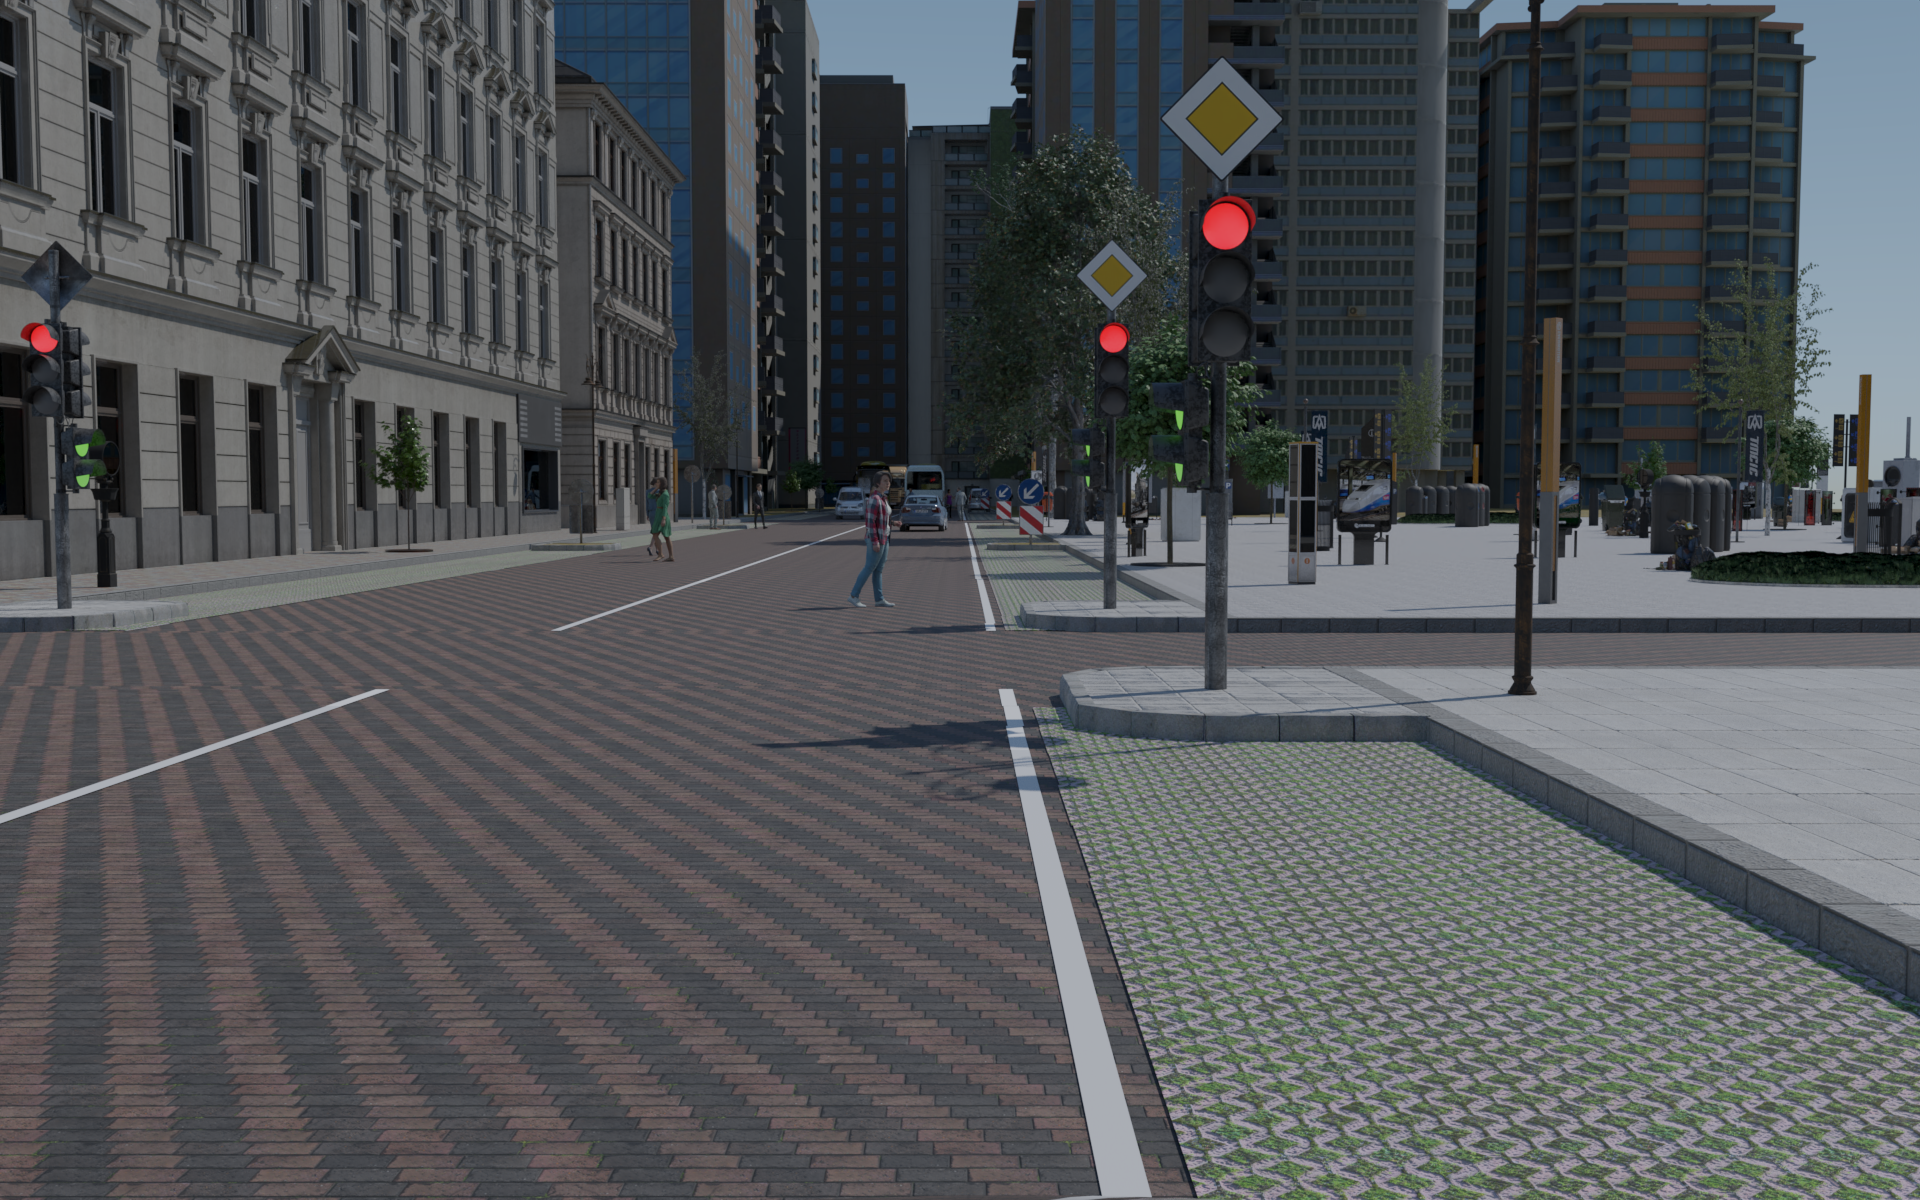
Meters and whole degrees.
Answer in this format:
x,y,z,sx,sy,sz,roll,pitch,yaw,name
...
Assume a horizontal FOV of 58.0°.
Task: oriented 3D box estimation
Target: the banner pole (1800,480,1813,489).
x,y,z,sx,sy,sz,roll,pitch,yaw,name
45.060,-6.241,92.051,0.401,3.779,0.863,-3,4,-38,banner pole

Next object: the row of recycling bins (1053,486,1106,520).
x,y,z,sx,sy,sz,roll,pitch,yaw,name
6.165,-4.887,87.016,3.534,1.692,1.069,3,5,40,row of recycling bins

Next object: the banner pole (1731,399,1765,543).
x,y,z,sx,sy,sz,roll,pitch,yaw,name
20.776,-3.405,45.685,0.401,3.779,0.863,-3,5,-43,banner pole

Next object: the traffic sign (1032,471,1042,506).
x,y,z,sx,sy,sz,roll,pitch,yaw,name
3.422,-4.514,75.934,0.606,2.300,0.079,1,4,9,traffic sign

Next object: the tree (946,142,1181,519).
x,y,z,sx,sy,sz,roll,pitch,yaw,name
5.620,-14.414,91.550,12.611,20.169,13.585,0,3,0,tree

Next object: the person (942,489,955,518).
x,y,z,sx,sy,sz,roll,pitch,yaw,name
-0.598,-5.715,102.616,1.217,1.739,0.721,-3,4,-38,person

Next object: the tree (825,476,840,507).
x,y,z,sx,sy,sz,roll,pitch,yaw,name
-12.932,-10.821,171.530,1.663,3.219,1.824,0,3,0,tree

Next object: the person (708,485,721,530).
x,y,z,sx,sy,sz,roll,pitch,yaw,name
-9.871,-3.713,69.307,0.391,1.810,0.635,-3,4,-36,person

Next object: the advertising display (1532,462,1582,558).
x,y,z,sx,sy,sz,roll,pitch,yaw,name
12.049,-1.821,34.984,0.974,1.923,0.123,0,4,-7,advertising display

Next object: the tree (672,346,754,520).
x,y,z,sx,sy,sz,roll,pitch,yaw,name
-12.648,-8.360,87.049,4.360,8.622,3.978,0,3,0,tree

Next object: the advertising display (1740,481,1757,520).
x,y,z,sx,sy,sz,roll,pitch,yaw,name
39.054,-4.935,85.904,0.123,1.923,0.974,-2,4,-31,advertising display

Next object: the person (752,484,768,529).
x,y,z,sx,sy,sz,roll,pitch,yaw,name
-8.192,-3.838,71.020,0.659,1.850,0.755,-3,5,-39,person

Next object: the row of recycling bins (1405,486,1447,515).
x,y,z,sx,sy,sz,roll,pitch,yaw,name
23.732,-4.876,86.833,3.534,1.692,1.069,-2,4,-35,row of recycling bins

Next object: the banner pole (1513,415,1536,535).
x,y,z,sx,sy,sz,roll,pitch,yaw,name
17.765,-3.934,54.332,0.863,3.779,0.401,-2,4,-28,banner pole

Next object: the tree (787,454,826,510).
x,y,z,sx,sy,sz,roll,pitch,yaw,name
-12.501,-9.641,141.351,4.285,4.588,4.351,0,3,0,tree

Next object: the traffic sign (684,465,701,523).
x,y,z,sx,sy,sz,roll,pitch,yaw,name
-11.768,-4.645,76.058,0.768,2.556,0.104,0,4,7,traffic sign

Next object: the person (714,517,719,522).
x,y,z,sx,sy,sz,roll,pitch,yaw,name
-10.513,-3.693,73.889,0.505,1.210,0.382,3,5,40,person

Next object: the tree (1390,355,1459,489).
x,y,z,sx,sy,sz,roll,pitch,yaw,name
24.303,-8.665,92.041,4.737,8.622,4.395,0,3,0,tree

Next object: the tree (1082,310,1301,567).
x,y,z,sx,sy,sz,roll,pitch,yaw,name
3.867,-2.894,31.039,4.285,4.588,4.351,0,3,0,tree

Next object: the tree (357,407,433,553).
x,y,z,sx,sy,sz,roll,pitch,yaw,name
-12.224,-2.683,38.476,1.663,3.219,1.824,0,3,0,tree

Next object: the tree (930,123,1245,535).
x,y,z,sx,sy,sz,roll,pitch,yaw,name
3.766,-8.377,53.964,9.611,12.733,9.660,0,3,0,tree

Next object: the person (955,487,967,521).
x,y,z,sx,sy,sz,roll,pitch,yaw,name
0.015,-5.037,90.952,0.635,1.810,0.391,-3,5,-42,person

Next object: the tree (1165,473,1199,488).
x,y,z,sx,sy,sz,roll,pitch,yaw,name
9.670,-4.860,74.056,1.663,3.219,1.824,0,3,0,tree

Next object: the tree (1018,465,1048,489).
x,y,z,sx,sy,sz,roll,pitch,yaw,name
4.266,-6.501,100.894,1.663,3.219,1.824,0,3,0,tree

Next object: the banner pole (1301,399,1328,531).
x,y,z,sx,sy,sz,roll,pitch,yaw,name
9.315,-3.405,45.683,0.863,3.779,0.401,-1,4,-11,banner pole

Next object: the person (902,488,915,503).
x,y,z,sx,sy,sz,roll,pitch,yaw,name
-2.996,-5.896,104.879,0.705,1.826,1.348,-3,5,-43,person

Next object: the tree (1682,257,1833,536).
x,y,z,sx,sy,sz,roll,pitch,yaw,name
24.618,-6.275,52.963,4.737,8.622,4.395,0,3,0,tree

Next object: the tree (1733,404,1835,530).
x,y,z,sx,sy,sz,roll,pitch,yaw,name
29.654,-4.787,61.974,4.285,4.588,4.351,0,3,0,tree

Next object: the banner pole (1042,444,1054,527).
x,y,z,sx,sy,sz,roll,pitch,yaw,name
3.349,-4.721,67.203,0.401,3.779,0.863,-1,4,-23,banner pole

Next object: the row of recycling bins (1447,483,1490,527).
x,y,z,sx,sy,sz,roll,pitch,yaw,name
20.188,-3.744,68.325,1.069,1.692,3.534,2,4,26,row of recycling bins

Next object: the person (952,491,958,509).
x,y,z,sx,sy,sz,roll,pitch,yaw,name
-0.230,-9.569,164.962,0.705,1.824,1.348,3,5,42,person

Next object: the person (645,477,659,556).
x,y,z,sx,sy,sz,roll,pitch,yaw,name
-7.122,-1.944,40.307,0.581,1.822,0.654,3,4,38,person

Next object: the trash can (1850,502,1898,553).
x,y,z,sx,sy,sz,roll,pitch,yaw,name
16.132,-1.159,30.610,0.748,1.137,0.748,0,3,0,trash can

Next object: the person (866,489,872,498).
x,y,z,sx,sy,sz,roll,pitch,yaw,name
-6.195,-6.707,118.696,0.750,1.759,0.617,-1,4,-16,person

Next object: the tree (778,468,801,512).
x,y,z,sx,sy,sz,roll,pitch,yaw,name
-12.281,-7.973,124.962,1.663,3.219,1.824,0,3,0,tree

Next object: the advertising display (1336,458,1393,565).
x,y,z,sx,sy,sz,roll,pitch,yaw,name
7.322,-1.601,31.384,0.974,1.923,0.123,0,4,3,advertising display

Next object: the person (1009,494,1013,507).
x,y,z,sx,sy,sz,roll,pitch,yaw,name
5.083,-10.284,176.267,0.705,1.869,1.348,3,4,37,person

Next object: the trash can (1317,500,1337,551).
x,y,z,sx,sy,sz,roll,pitch,yaw,name
8.123,-1.678,39.085,0.748,1.137,0.748,0,3,0,trash can

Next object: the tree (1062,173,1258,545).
x,y,z,sx,sy,sz,roll,pitch,yaw,name
4.513,-5.507,40.407,4.360,8.622,3.978,0,3,0,tree

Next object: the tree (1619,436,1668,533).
x,y,z,sx,sy,sz,roll,pitch,yaw,name
22.844,-3.816,56.996,1.663,3.219,1.824,0,3,0,tree

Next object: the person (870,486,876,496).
x,y,z,sx,sy,sz,roll,pitch,yaw,name
-4.425,-4.904,88.661,0.573,1.828,0.580,-1,4,-22,person

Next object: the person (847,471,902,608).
x,y,z,sx,sy,sz,roll,pitch,yaw,name
-1.078,-0.772,21.957,0.643,1.720,0.563,1,4,11,person

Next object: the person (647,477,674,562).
x,y,z,sx,sy,sz,roll,pitch,yaw,name
-6.267,-1.702,36.574,0.529,1.795,0.600,-2,4,-32,person

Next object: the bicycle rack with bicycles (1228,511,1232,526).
x,y,z,sx,sy,sz,roll,pitch,yaw,name
9.723,-3.441,69.650,2.852,0.926,2.925,1,4,21,bicycle rack with bicycles

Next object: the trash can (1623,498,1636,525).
x,y,z,sx,sy,sz,roll,pitch,yaw,name
23.693,-3.065,61.764,0.748,1.137,0.748,0,3,0,trash can

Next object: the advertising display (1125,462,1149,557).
x,y,z,sx,sy,sz,roll,pitch,yaw,name
3.625,-1.849,35.441,0.123,1.923,0.974,2,4,28,advertising display
